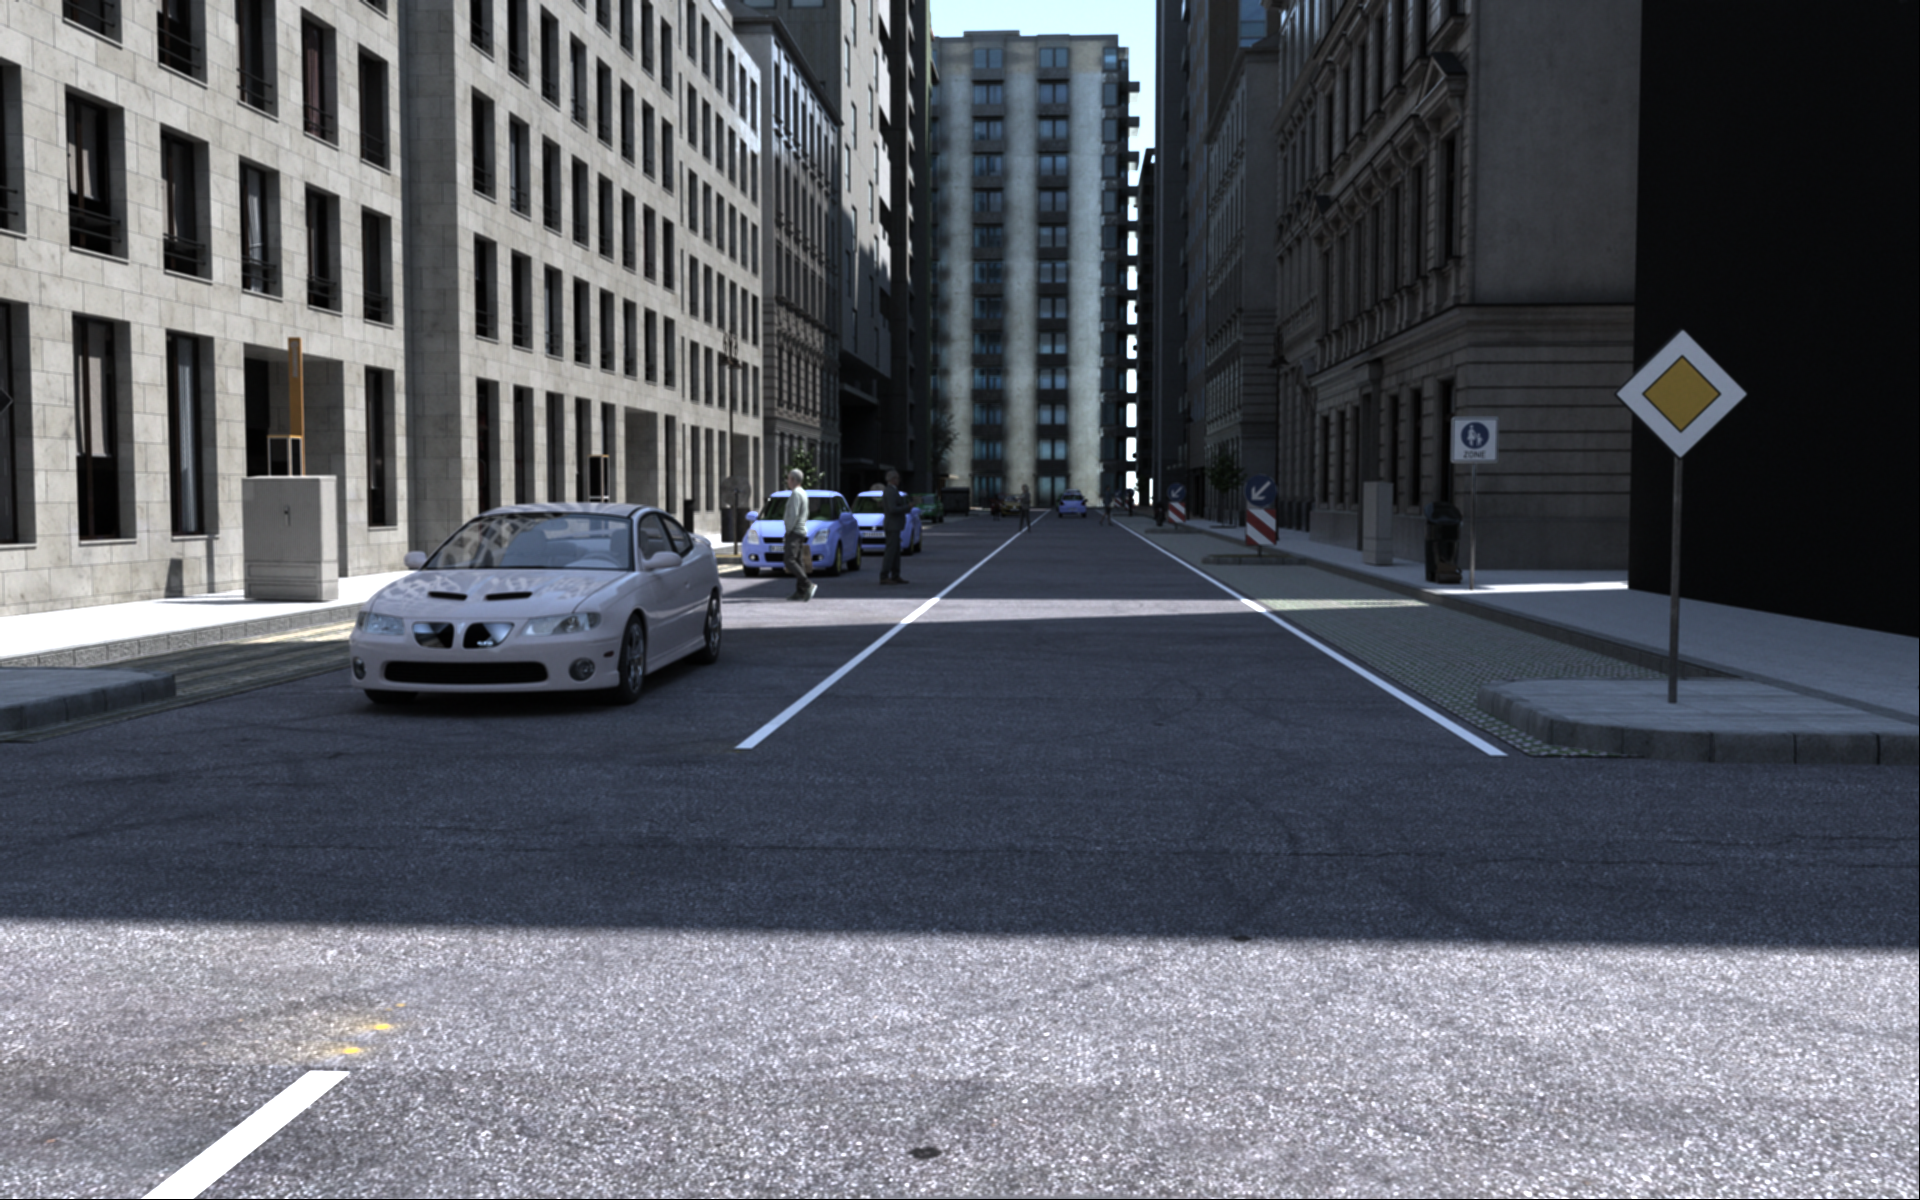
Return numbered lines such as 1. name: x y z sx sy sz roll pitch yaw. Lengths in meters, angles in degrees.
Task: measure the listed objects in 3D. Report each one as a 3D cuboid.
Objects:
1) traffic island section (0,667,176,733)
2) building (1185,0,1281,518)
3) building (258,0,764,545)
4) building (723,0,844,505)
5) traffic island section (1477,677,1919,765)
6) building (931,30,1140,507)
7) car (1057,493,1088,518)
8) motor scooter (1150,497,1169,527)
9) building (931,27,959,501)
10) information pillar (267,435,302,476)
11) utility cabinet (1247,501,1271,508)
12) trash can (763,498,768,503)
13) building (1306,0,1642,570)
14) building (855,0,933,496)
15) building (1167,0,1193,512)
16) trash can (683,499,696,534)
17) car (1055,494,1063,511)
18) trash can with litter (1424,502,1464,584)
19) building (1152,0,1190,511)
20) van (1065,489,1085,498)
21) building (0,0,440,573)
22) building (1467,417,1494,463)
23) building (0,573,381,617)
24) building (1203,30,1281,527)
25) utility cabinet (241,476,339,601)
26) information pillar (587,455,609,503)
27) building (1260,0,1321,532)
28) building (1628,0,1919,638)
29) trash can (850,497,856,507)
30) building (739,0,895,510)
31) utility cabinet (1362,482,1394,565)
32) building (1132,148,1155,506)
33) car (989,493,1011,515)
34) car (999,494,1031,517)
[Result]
1. traffic island section: -6.572 0.669 11.349 2.009 0.180 2.903 0 4 4
2. building: 19.734 -27.091 93.047 14.600 45.320 14.200 0 4 4
3. building: -12.845 -12.206 54.312 10.420 20.320 16.860 0 4 4
4. building: -10.855 -13.658 72.452 9.793 20.994 18.267 0 4 4
5. traffic island section: 4.397 0.711 10.649 2.009 0.180 2.903 0 4 4
6. building: 3.321 -34.386 181.817 30.456 49.044 23.786 0 4 4
7. car: 6.904 -5.926 106.483 1.945 1.707 3.694 0 4 3
8. motor scooter: 8.831 -3.904 76.608 0.815 1.314 1.986 0 4 4
9. building: -15.215 -30.394 151.568 28.867 44.769 22.147 0 4 4
10. information pillar: -8.515 -1.064 21.893 0.304 2.012 0.304 0 4 7
11. utility cabinet: 8.646 -2.382 50.114 0.306 1.237 1.020 -1 4 -17
12. trash can: -6.303 -2.872 58.611 0.748 1.137 0.748 0 3 0
13. building: 13.680 -10.571 37.456 10.561 19.102 19.286 0 4 4
14. building: -9.490 -26.742 120.823 14.154 41.232 14.086 0 4 4
15. building: 26.391 -30.324 115.408 23.786 49.044 30.456 0 4 4
16. trash can: -7.517 -2.156 46.910 0.748 1.137 0.748 0 3 0
17. car: 8.888 -8.255 143.759 1.959 1.807 4.718 0 4 3
18. trash can with litter: 7.086 -0.839 25.108 0.624 1.170 1.055 0 4 3
19. building: 26.789 -36.860 144.656 21.231 58.520 28.212 0 4 4
20. van: 10.175 -9.087 155.586 2.013 2.044 4.112 0 4 6
21. building: -13.069 -11.175 37.464 10.420 20.320 16.860 0 4 4
22. building: 52.925 -23.189 150.845 14.107 30.474 14.160 0 4 4
23. building: -14.927 -10.151 20.720 10.420 20.320 16.860 0 4 4
24. building: 16.226 -13.883 76.133 9.793 20.994 18.267 0 4 4
25. utility cabinet: -8.029 -0.738 20.737 1.173 1.500 0.318 1 4 21
26. information pillar: -6.843 -1.732 32.812 0.304 2.012 0.304 1 4 11
27. building: 16.399 -13.938 56.766 11.050 23.489 19.941 0 4 4
28. building: 16.557 -11.405 16.142 15.834 23.373 12.332 0 4 4
29. trash can: -5.048 -4.507 85.339 0.748 1.137 0.748 0 3 0
30. building: -18.494 -31.254 100.248 28.713 52.752 27.495 0 4 4
31. utility cabinet: 7.587 -1.390 31.409 0.318 1.500 1.173 0 4 2
32. building: 30.757 -30.134 184.565 23.993 40.220 32.217 0 4 4
33. car: 3.068 -6.701 118.602 2.155 1.783 4.494 0 4 4
34. car: 3.464 -6.029 108.798 2.015 1.641 3.980 0 4 3
